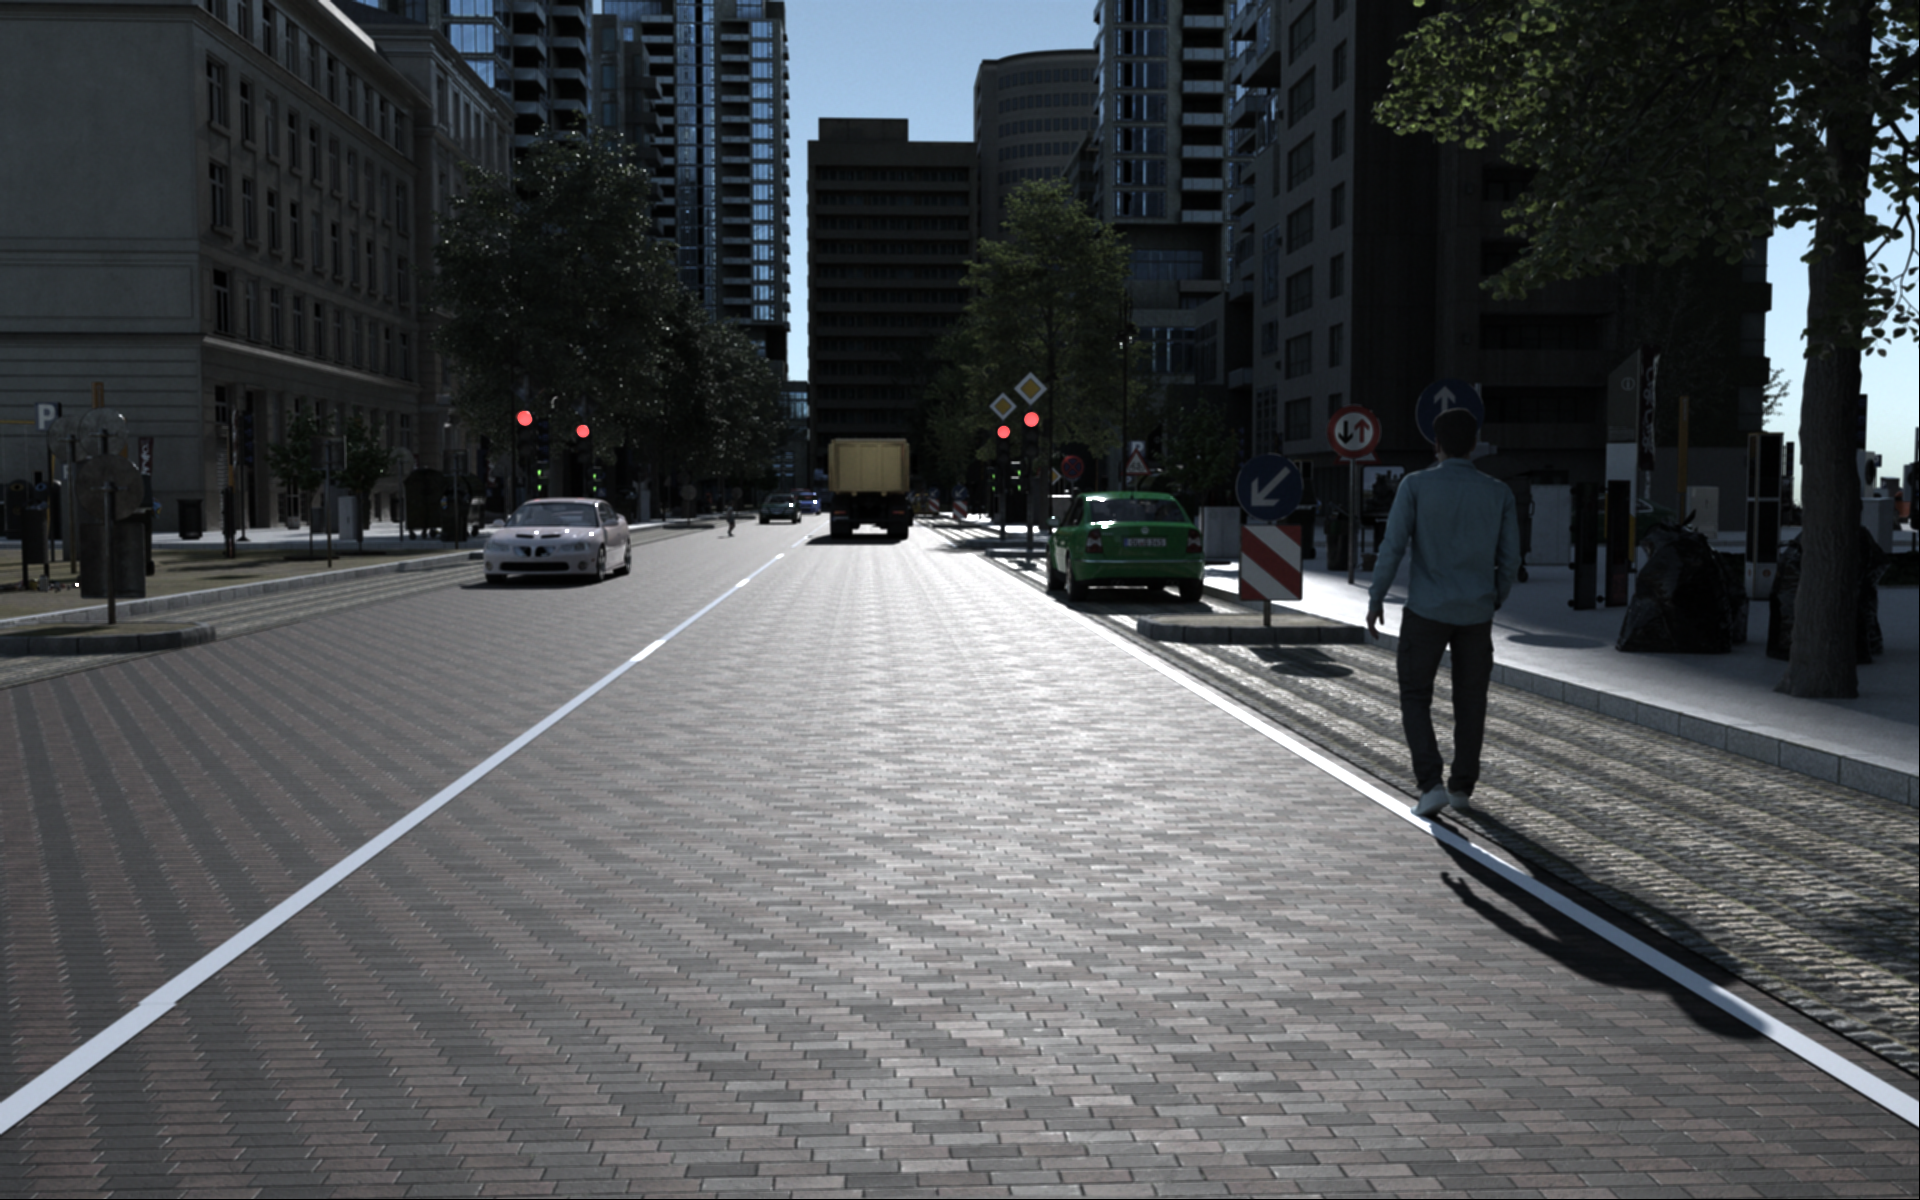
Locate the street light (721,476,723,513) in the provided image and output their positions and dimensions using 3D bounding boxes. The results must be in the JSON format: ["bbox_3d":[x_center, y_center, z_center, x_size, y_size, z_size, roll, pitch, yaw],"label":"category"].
[{"bbox_3d":[-15.920,-8.730,115.522,0.468,5.910,1.993,0,4,-3],"label":"street light"}]

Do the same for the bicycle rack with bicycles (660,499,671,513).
[{"bbox_3d":[-20.247,-6.461,119.018,2.852,0.926,2.925,3,5,42],"label":"bicycle rack with bicycles"}]

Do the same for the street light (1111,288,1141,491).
[{"bbox_3d":[3.721,-4.054,39.074,0.468,5.910,1.993,0,4,-3],"label":"street light"}]

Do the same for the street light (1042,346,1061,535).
[{"bbox_3d":[2.852,-4.986,54.313,0.468,5.910,1.993,0,4,-3],"label":"street light"}]

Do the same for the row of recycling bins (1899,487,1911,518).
[{"bbox_3d":[50.201,-5.215,92.374,3.534,1.692,1.069,-2,4,-29],"label":"row of recycling bins"}]

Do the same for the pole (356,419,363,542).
[{"bbox_3d":[-16.011,-3.197,46.117,0.158,3.312,0.155,0,3,0],"label":"pole"}]

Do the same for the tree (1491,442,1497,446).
[{"bbox_3d":[16.567,-3.744,55.813,1.663,3.219,1.824,0,3,0],"label":"tree"}]

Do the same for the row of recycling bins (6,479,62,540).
[{"bbox_3d":[-25.239,-2.542,48.668,3.534,1.692,1.069,1,4,15],"label":"row of recycling bins"}]

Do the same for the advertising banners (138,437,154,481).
[{"bbox_3d":[-25.703,-3.493,53.305,2.074,3.025,0.090,1,4,11],"label":"advertising banners"}]

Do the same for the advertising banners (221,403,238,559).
[{"bbox_3d":[-14.487,-2.335,34.368,0.090,3.025,2.074,-2,4,-30],"label":"advertising banners"}]

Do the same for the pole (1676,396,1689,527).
[{"bbox_3d":[15.068,-2.587,36.133,0.158,3.312,0.155,0,3,0],"label":"pole"}]

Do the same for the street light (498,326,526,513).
[{"bbox_3d":[-12.320,-4.586,47.761,0.468,5.910,1.993,0,4,-3],"label":"street light"}]

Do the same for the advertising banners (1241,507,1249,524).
[{"bbox_3d":[10.183,-4.256,65.780,2.074,3.025,0.090,-2,4,-33],"label":"advertising banners"}]

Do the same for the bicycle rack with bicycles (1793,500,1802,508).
[{"bbox_3d":[54.771,-6.026,111.906,2.925,0.926,2.852,-3,5,-39],"label":"bicycle rack with bicycles"}]

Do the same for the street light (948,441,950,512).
[{"bbox_3d":[-0.768,-9.158,122.516,0.468,5.910,1.993,0,4,-3],"label":"street light"}]

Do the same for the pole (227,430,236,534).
[{"bbox_3d":[-23.269,-3.760,55.323,0.158,3.312,0.155,0,3,0],"label":"pole"}]

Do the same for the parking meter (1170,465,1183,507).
[{"bbox_3d":[4.363,-1.788,34.951,0.255,1.863,0.399,1,4,10],"label":"parking meter"}]

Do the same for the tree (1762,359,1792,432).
[{"bbox_3d":[29.968,-7.197,68.030,4.737,8.622,4.395,0,3,0],"label":"tree"}]

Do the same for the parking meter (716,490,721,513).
[{"bbox_3d":[-16.662,-6.804,119.650,0.372,1.533,0.369,0,3,0],"label":"parking meter"}]

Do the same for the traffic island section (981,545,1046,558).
[{"bbox_3d":[1.635,-1.078,39.898,2.009,0.180,2.903,0,4,-3],"label":"traffic island section"}]

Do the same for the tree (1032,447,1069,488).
[{"bbox_3d":[6.293,-8.302,119.455,4.285,4.588,4.351,0,3,0],"label":"tree"}]

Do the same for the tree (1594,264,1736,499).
[{"bbox_3d":[22.103,-6.407,55.123,4.360,8.622,3.978,0,3,0],"label":"tree"}]

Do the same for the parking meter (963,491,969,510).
[{"bbox_3d":[0.411,-6.373,112.607,0.372,1.533,0.369,0,3,0],"label":"parking meter"}]

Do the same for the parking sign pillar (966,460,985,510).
[{"bbox_3d":[1.104,-8.019,119.577,1.447,3.967,1.447,1,4,21],"label":"parking sign pillar"}]

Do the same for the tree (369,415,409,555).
[{"bbox_3d":[-12.885,-2.585,36.870,1.663,3.219,1.824,0,3,0],"label":"tree"}]

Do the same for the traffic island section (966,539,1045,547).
[{"bbox_3d":[1.204,-1.565,47.872,2.009,0.180,2.903,0,4,-3],"label":"traffic island section"}]

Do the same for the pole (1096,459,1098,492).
[{"bbox_3d":[7.954,-6.560,101.105,0.158,3.312,0.155,0,3,0],"label":"pole"}]

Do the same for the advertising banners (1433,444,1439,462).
[{"bbox_3d":[15.083,-3.402,51.813,2.074,3.025,0.090,3,4,37],"label":"advertising banners"}]

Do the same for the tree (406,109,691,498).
[{"bbox_3d":[-13.901,-9.317,58.996,9.857,13.997,8.962,0,3,0],"label":"tree"}]

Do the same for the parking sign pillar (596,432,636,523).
[{"bbox_3d":[-14.956,-5.353,75.991,1.447,3.967,1.447,3,4,36],"label":"parking sign pillar"}]

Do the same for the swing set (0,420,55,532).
[{"bbox_3d":[-20.655,-2.378,36.506,3.119,2.851,2.862,-3,5,-41],"label":"swing set"}]

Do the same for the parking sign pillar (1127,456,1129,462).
[{"bbox_3d":[11.400,-7.671,113.891,1.447,3.967,1.447,0,4,3],"label":"parking sign pillar"}]

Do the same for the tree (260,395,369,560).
[{"bbox_3d":[-12.876,-2.405,33.927,1.663,3.219,1.824,0,3,0],"label":"tree"}]

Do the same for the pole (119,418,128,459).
[{"bbox_3d":[-22.435,-3.219,46.467,0.158,3.312,0.155,0,3,0],"label":"pole"}]

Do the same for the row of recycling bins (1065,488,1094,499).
[{"bbox_3d":[7.337,-6.681,116.350,3.534,1.692,1.069,1,4,21],"label":"row of recycling bins"}]

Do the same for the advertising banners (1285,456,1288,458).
[{"bbox_3d":[14.559,-4.777,74.286,2.074,3.025,0.090,1,4,17],"label":"advertising banners"}]

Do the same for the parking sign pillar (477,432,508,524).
[{"bbox_3d":[-20.347,-5.308,75.256,1.447,3.967,1.447,2,4,25],"label":"parking sign pillar"}]

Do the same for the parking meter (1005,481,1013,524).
[{"bbox_3d":[2.083,-4.240,75.032,0.399,1.863,0.255,3,5,41],"label":"parking meter"}]

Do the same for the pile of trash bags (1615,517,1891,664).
[{"bbox_3d":[6.961,-0.242,13.705,1.912,1.369,3.447,-3,5,-42],"label":"pile of trash bags"}]

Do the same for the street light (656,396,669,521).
[{"bbox_3d":[-13.995,-6.658,81.648,0.468,5.910,1.993,0,4,-3],"label":"street light"}]

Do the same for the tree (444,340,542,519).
[{"bbox_3d":[-21.146,-7.906,79.633,4.737,8.622,4.395,0,3,0],"label":"tree"}]

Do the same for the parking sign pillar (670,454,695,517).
[{"bbox_3d":[-15.765,-6.728,98.469,1.447,3.967,1.447,1,4,19],"label":"parking sign pillar"}]

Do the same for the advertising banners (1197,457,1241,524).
[{"bbox_3d":[7.657,-3.425,52.189,0.090,3.025,2.074,-2,4,-31],"label":"advertising banners"}]

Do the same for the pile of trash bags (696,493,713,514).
[{"bbox_3d":[-16.880,-6.277,112.379,1.912,1.369,3.447,1,4,15],"label":"pile of trash bags"}]

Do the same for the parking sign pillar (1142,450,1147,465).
[{"bbox_3d":[10.589,-6.532,95.275,1.447,3.967,1.447,1,4,21],"label":"parking sign pillar"}]

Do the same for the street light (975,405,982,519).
[{"bbox_3d":[1.022,-7.077,88.503,0.468,5.910,1.993,0,4,-3],"label":"street light"}]

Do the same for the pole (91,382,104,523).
[{"bbox_3d":[-15.734,-2.315,31.688,0.158,3.312,0.155,0,3,0],"label":"pole"}]

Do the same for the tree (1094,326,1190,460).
[{"bbox_3d":[7.734,-7.600,74.615,4.737,8.622,4.395,0,3,0],"label":"tree"}]

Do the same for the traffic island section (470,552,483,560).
[{"bbox_3d":[-9.789,-1.040,39.287,2.009,0.180,2.903,0,4,-3],"label":"traffic island section"}]
